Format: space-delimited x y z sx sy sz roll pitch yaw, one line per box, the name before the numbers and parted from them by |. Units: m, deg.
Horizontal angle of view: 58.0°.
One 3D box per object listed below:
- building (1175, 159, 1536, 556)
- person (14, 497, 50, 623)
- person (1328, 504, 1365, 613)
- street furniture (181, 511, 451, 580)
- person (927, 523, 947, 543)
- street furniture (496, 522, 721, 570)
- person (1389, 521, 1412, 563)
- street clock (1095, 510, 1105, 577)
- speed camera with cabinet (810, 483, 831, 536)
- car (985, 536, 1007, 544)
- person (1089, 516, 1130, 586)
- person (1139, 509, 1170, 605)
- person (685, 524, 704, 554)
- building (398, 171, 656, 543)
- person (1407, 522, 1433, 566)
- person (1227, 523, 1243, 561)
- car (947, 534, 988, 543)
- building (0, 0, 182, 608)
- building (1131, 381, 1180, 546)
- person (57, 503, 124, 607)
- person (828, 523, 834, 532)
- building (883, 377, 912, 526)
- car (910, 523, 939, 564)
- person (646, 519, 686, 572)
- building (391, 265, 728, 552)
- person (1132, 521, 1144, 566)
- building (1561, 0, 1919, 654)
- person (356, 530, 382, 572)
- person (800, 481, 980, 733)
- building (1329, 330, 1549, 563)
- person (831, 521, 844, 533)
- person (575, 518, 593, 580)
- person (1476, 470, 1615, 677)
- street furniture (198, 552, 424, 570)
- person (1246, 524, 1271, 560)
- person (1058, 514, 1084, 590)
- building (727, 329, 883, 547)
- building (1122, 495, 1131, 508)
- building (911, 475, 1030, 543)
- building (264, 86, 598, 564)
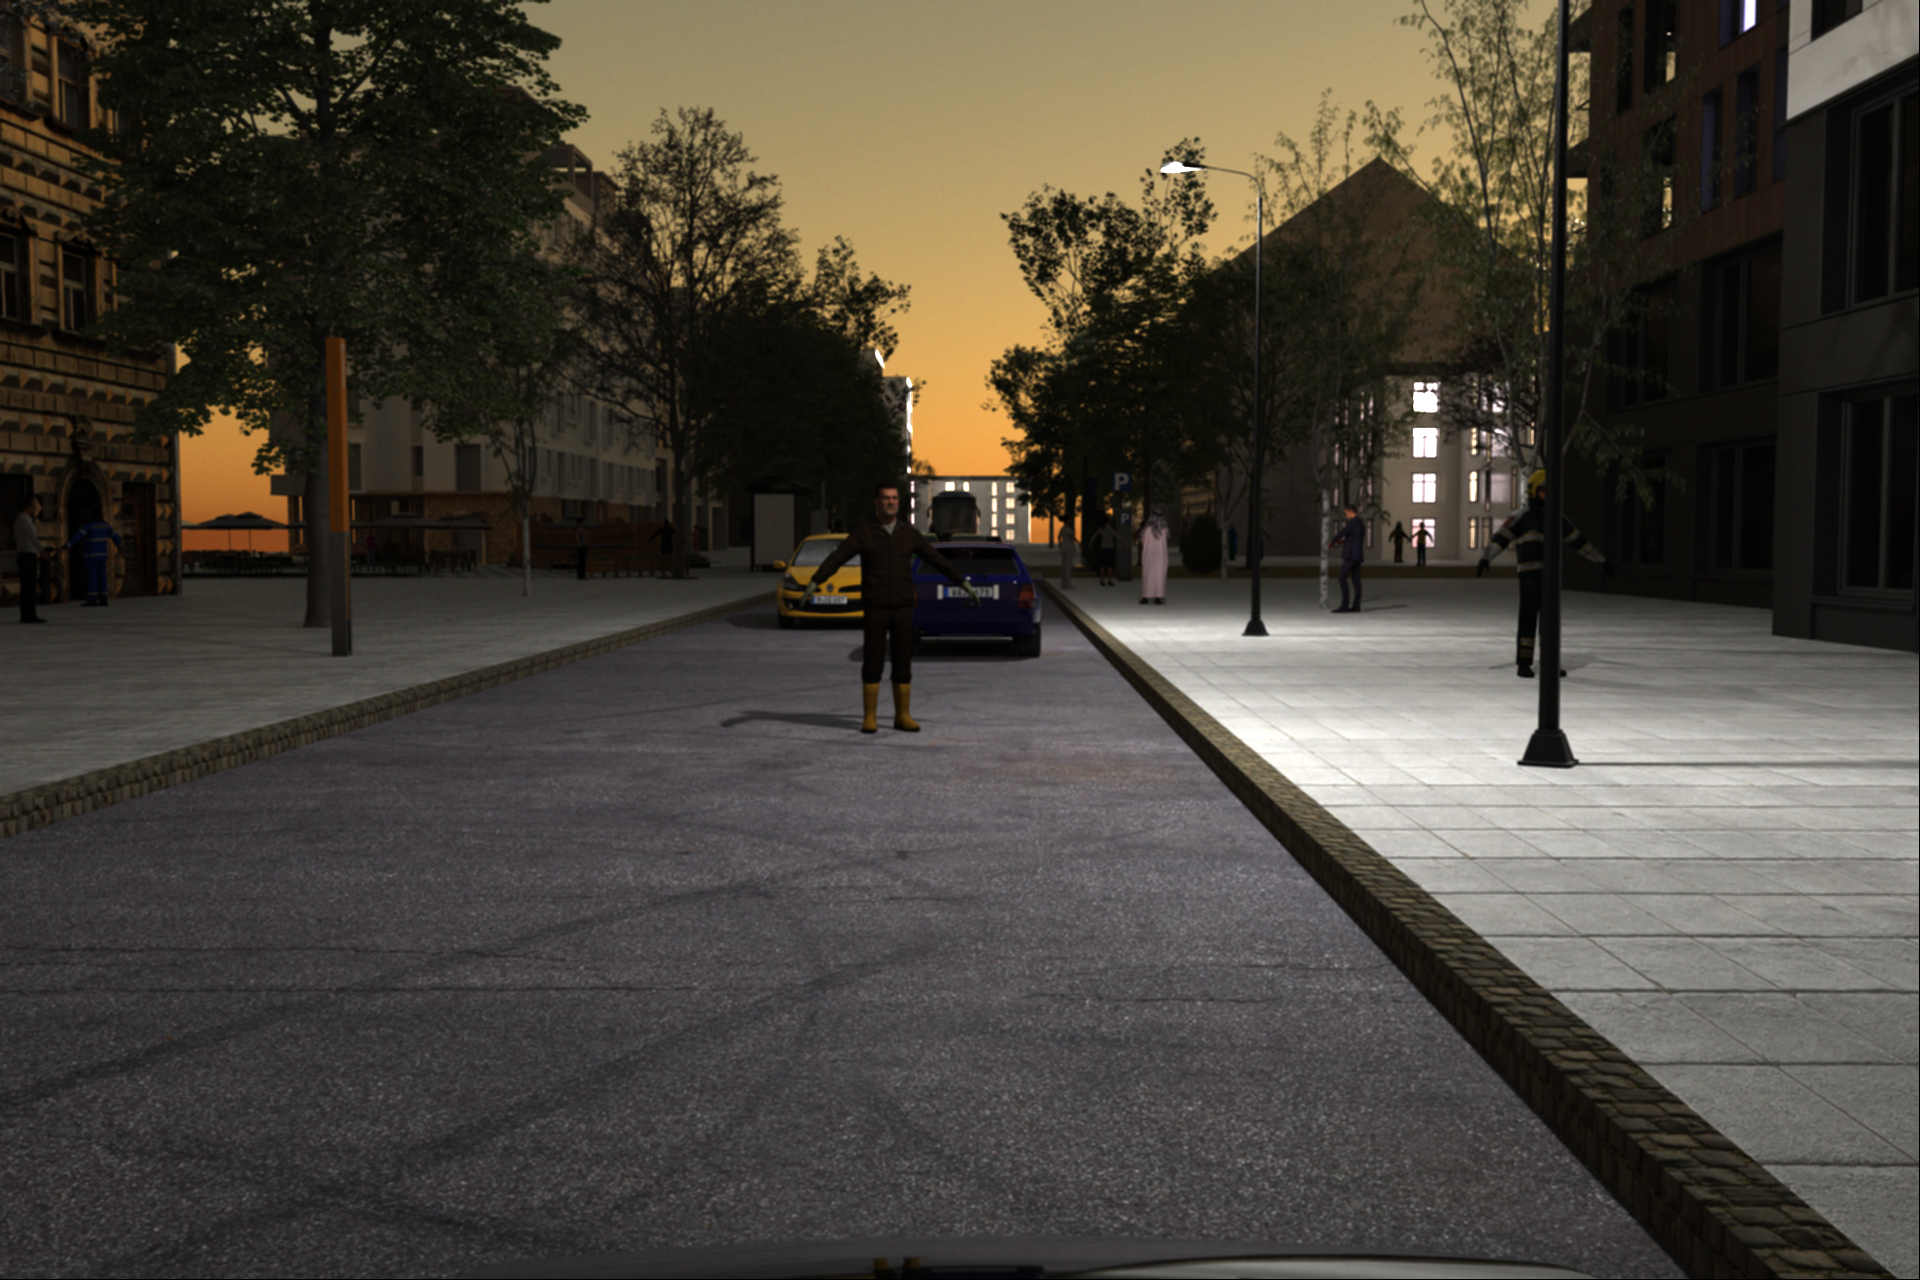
building | 24.408 -17.093 110.400 19.493 23.208 18.063 0 4 1
person | -13.477 -1.158 25.097 0.704 1.810 1.344 -3 5 -40
person | 6.307 -1.338 28.372 0.568 1.767 0.683 2 4 32
street furniture | -29.757 -2.719 49.491 27.439 1.986 14.083 1 4 8
person | -1.058 -3.589 66.915 1.354 1.856 0.705 1 4 19
street furniture | -12.925 -3.708 67.478 9.812 1.723 11.010 -2 4 -30
person | 19.806 -4.425 78.118 0.705 1.858 1.354 -2 4 -33
street clock | 4.212 -2.889 51.807 0.358 2.002 0.471 0 3 0
speed camera with cabinet | -5.413 -4.457 67.213 0.660 3.252 2.038 0 4 2
car | 1.549 -4.849 91.865 1.945 1.354 3.894 0 3 0
person | 3.679 -2.204 42.874 1.217 1.735 0.721 3 5 40
person | 3.563 -1.521 31.578 0.551 1.740 0.621 -1 4 -16
person | -12.441 -4.547 81.149 0.721 1.733 1.217 3 4 38
building | -23.589 -14.399 91.845 16.016 20.090 11.380 0 4 1
person | 18.452 -3.850 69.405 0.721 1.772 1.216 -3 5 -41
person | 13.105 -4.706 83.062 0.704 1.817 1.347 -2 4 -26
car | 0.262 -3.076 62.085 2.131 1.459 4.920 0 4 0
building | -25.850 -11.996 27.068 19.493 23.208 18.063 0 4 1
building | 28.929 -22.066 191.714 19.493 23.208 18.063 0 4 1
person | -15.380 -1.516 30.768 0.704 1.831 1.345 1 4 23
person | -6.470 -4.928 86.515 1.347 1.837 0.705 -1 4 -11
building | -20.725 -23.162 222.672 27.936 21.610 32.646 0 4 1
car | -1.375 -2.772 54.123 1.959 1.807 4.718 0 4 1
person | -9.918 -3.201 58.557 1.346 1.802 0.704 -1 4 -16
building | -27.650 -15.781 124.484 16.747 18.905 31.486 0 4 2
person | 7.387 -3.928 70.501 1.348 1.796 0.705 -2 4 -29
building | 24.225 -10.971 23.354 27.936 21.610 32.646 0 4 1
person | -20.141 -3.047 59.088 0.599 1.433 0.991 3 5 39
person | -0.519 -0.243 12.569 1.346 1.812 0.704 -1 4 -17
building | 25.245 -8.749 85.186 9.099 9.664 28.070 0 4 1
person | -5.189 -4.145 73.916 1.345 1.843 0.704 2 4 31
person | -10.531 -2.554 48.573 0.721 1.737 1.217 0 4 5
person | 5.222 -0.599 15.560 1.351 1.858 0.704 -1 4 -13
street furniture | -24.512 -3.114 66.538 5.734 0.657 10.072 1 4 15
person | 14.982 -4.927 86.678 1.348 1.813 0.705 -1 4 -14
person | 2.555 -2.045 40.200 0.721 1.739 1.217 -1 4 -21
building | -23.154 -21.115 189.202 27.936 21.610 32.646 0 4 1
building | 25.417 -16.915 218.706 9.099 9.664 28.070 0 4 1
building | -4.035 -18.448 246.231 28.070 9.664 9.099 0 4 4
building | -23.527 -13.350 74.687 16.016 20.090 11.380 0 4 1
